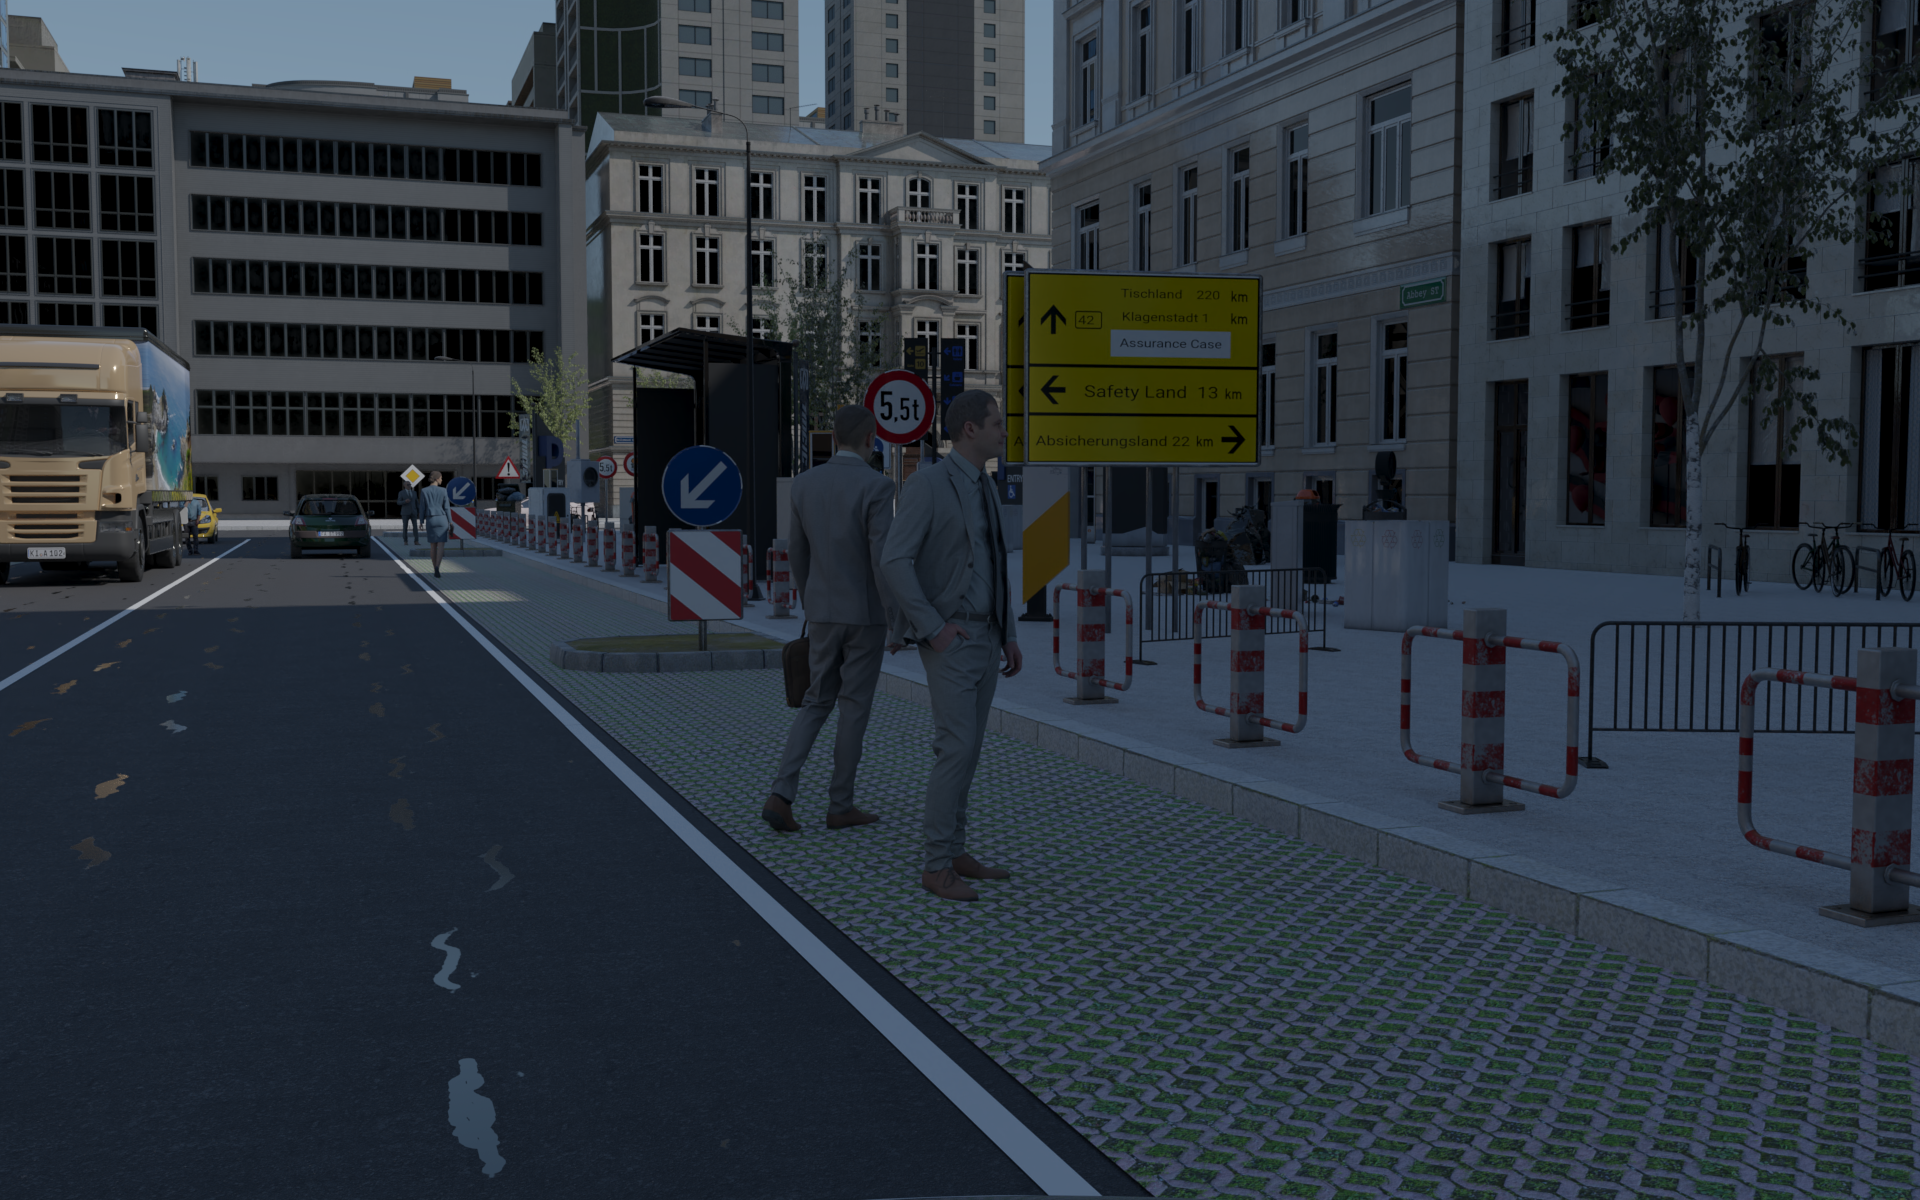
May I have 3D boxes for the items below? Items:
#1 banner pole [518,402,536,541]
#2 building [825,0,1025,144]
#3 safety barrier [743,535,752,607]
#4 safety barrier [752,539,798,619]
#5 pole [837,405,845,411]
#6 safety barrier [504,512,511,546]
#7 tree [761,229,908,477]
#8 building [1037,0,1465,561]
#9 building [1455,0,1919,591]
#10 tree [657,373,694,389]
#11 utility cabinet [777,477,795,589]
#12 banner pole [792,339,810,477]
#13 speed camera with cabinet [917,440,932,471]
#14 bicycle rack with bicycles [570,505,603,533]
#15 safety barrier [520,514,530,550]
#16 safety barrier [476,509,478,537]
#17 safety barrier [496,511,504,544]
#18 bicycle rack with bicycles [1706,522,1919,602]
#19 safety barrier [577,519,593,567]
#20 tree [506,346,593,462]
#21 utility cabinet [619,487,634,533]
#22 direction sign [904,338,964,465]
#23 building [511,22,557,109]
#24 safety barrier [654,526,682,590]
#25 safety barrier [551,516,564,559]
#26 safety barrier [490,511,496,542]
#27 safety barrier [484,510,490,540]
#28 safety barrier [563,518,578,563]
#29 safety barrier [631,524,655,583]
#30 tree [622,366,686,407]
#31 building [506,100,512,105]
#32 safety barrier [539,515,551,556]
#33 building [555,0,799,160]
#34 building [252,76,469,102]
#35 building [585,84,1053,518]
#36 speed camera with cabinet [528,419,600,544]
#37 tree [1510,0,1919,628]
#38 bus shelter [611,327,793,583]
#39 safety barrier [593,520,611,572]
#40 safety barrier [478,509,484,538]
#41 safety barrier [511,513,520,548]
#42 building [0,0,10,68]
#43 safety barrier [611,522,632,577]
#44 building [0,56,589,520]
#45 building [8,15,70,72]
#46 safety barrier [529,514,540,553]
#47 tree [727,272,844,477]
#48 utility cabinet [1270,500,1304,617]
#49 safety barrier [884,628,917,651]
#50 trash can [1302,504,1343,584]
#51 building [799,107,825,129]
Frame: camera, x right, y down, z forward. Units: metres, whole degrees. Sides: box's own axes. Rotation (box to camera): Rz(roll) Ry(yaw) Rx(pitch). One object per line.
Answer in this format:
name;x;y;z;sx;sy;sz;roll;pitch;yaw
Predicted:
banner pole;-11.831;-3.518;47.530;0.863;3.779;0.401;3;4;38
building;-5.615;-46.937;205.671;20.611;71.187;20.563;-1;4;-20
safety barrier;-2.497;-0.329;19.657;0.300;0.817;1.120;-1;4;-20
safety barrier;-1.841;-0.218;17.846;0.300;0.817;1.120;-1;4;-20
pole;-2.701;-2.796;39.556;0.158;3.312;0.155;0;3;0
safety barrier;-11.083;-1.764;43.116;0.300;0.817;1.120;-1;4;-20
tree;-3.562;-5.975;48.059;4.360;8.622;3.978;0;3;0
building;11.747;-15.743;43.307;13.634;28.700;20.117;-1;4;-20
building;16.981;-10.444;25.517;10.420;20.320;16.860;-1;4;-20
tree;-12.025;-7.922;79.891;4.360;8.622;3.978;0;3;0
utility cabinet;-1.865;-0.877;23.012;1.173;1.500;0.318;2;4;31
banner pole;-2.599;-2.345;28.358;0.401;3.779;0.863;1;4;16
speed camera with cabinet;-0.818;-3.343;48.989;0.660;3.252;2.038;0;4;-6
bicycle rack with bicycles;-12.767;-2.583;55.615;2.852;0.926;2.925;-1;4;-13
safety barrier;-9.764;-1.544;39.516;0.300;0.817;1.120;-1;4;-20
safety barrier;-14.391;-2.316;52.146;0.300;0.817;1.120;-1;4;-20
safety barrier;-11.744;-1.874;44.916;0.300;0.817;1.120;-1;4;-20
bicycle rack with bicycles;10.715;-0.532;22.088;2.852;0.926;2.925;1;4;21
safety barrier;-6.464;-0.992;30.491;0.300;0.817;1.120;-1;4;-20
tree;-19.998;-8.255;85.327;4.737;8.622;4.395;0;3;0
utility cabinet;-10.386;-2.893;55.984;1.173;1.500;0.318;0;4;3
direction sign;-0.373;-2.030;25.185;0.876;3.537;0.379;0;4;-5
building;-33.928;-33.938;178.590;21.300;48.544;21.600;-1;4;-20
safety barrier;-3.819;-0.550;23.260;0.300;0.817;1.120;-1;4;-20
safety barrier;-7.784;-1.212;34.097;0.300;0.817;1.120;-1;4;-20
safety barrier;-12.399;-1.984;46.718;0.300;0.817;1.120;-1;4;-20
safety barrier;-13.065;-2.095;48.525;0.300;0.817;1.120;-1;4;-20
safety barrier;-7.125;-1.102;32.295;0.300;0.817;1.120;-1;4;-20
safety barrier;-4.474;-0.660;25.062;0.300;0.817;1.120;-1;4;-20
tree;-14.535;-8.295;85.982;4.737;8.622;4.395;0;3;0
building;-44.266;-33.353;195.439;14.600;45.320;14.200;-1;4;-20
safety barrier;-8.447;-1.324;35.915;0.300;0.817;1.120;-1;4;-20
building;-27.142;-43.972;157.198;20.563;71.187;20.611;-1;4;-20
building;-84.275;-42.972;244.586;28.212;58.520;21.231;-1;4;-20
building;-4.115;-17.243;101.004;34.723;24.649;14.460;-1;4;-20
speed camera with cabinet;-10.335;-3.114;45.247;0.660;3.252;2.038;2;4;33
tree;7.136;-4.027;16.197;4.360;8.622;3.978;0;3;0
bus shelter;-4.197;-2.223;27.624;1.731;3.624;6.357;-1;4;-20
safety barrier;-5.798;-0.881;28.673;0.300;0.817;1.120;-1;4;-20
safety barrier;-13.732;-2.206;50.344;0.300;0.817;1.120;-1;4;-20
safety barrier;-10.427;-1.654;41.315;0.300;0.817;1.120;-1;4;-20
building;-89.132;-50.568;139.464;22.319;86.520;31.000;-1;4;-20
safety barrier;-5.141;-0.770;26.873;0.300;0.817;1.120;-1;4;-20
building;-35.229;-16.553;89.715;30.058;24.678;14.314;-1;4;-20
building;-99.984;-33.489;171.243;21.600;48.544;21.300;-1;4;-20
safety barrier;-9.107;-1.434;37.715;0.300;0.817;1.120;-1;4;-20
tree;-5.549;-6.498;56.597;4.737;8.622;4.395;0;3;0
utility cabinet;3.476;-0.446;18.454;0.306;1.237;1.020;1;4;14
safety barrier;-0.522;0.002;14.245;0.300;0.817;1.120;-1;4;-20
trash can;5.110;-0.809;24.882;0.748;1.137;0.748;0;3;0
building;-30.480;-44.128;263.487;28.212;58.520;21.231;-1;4;-20
